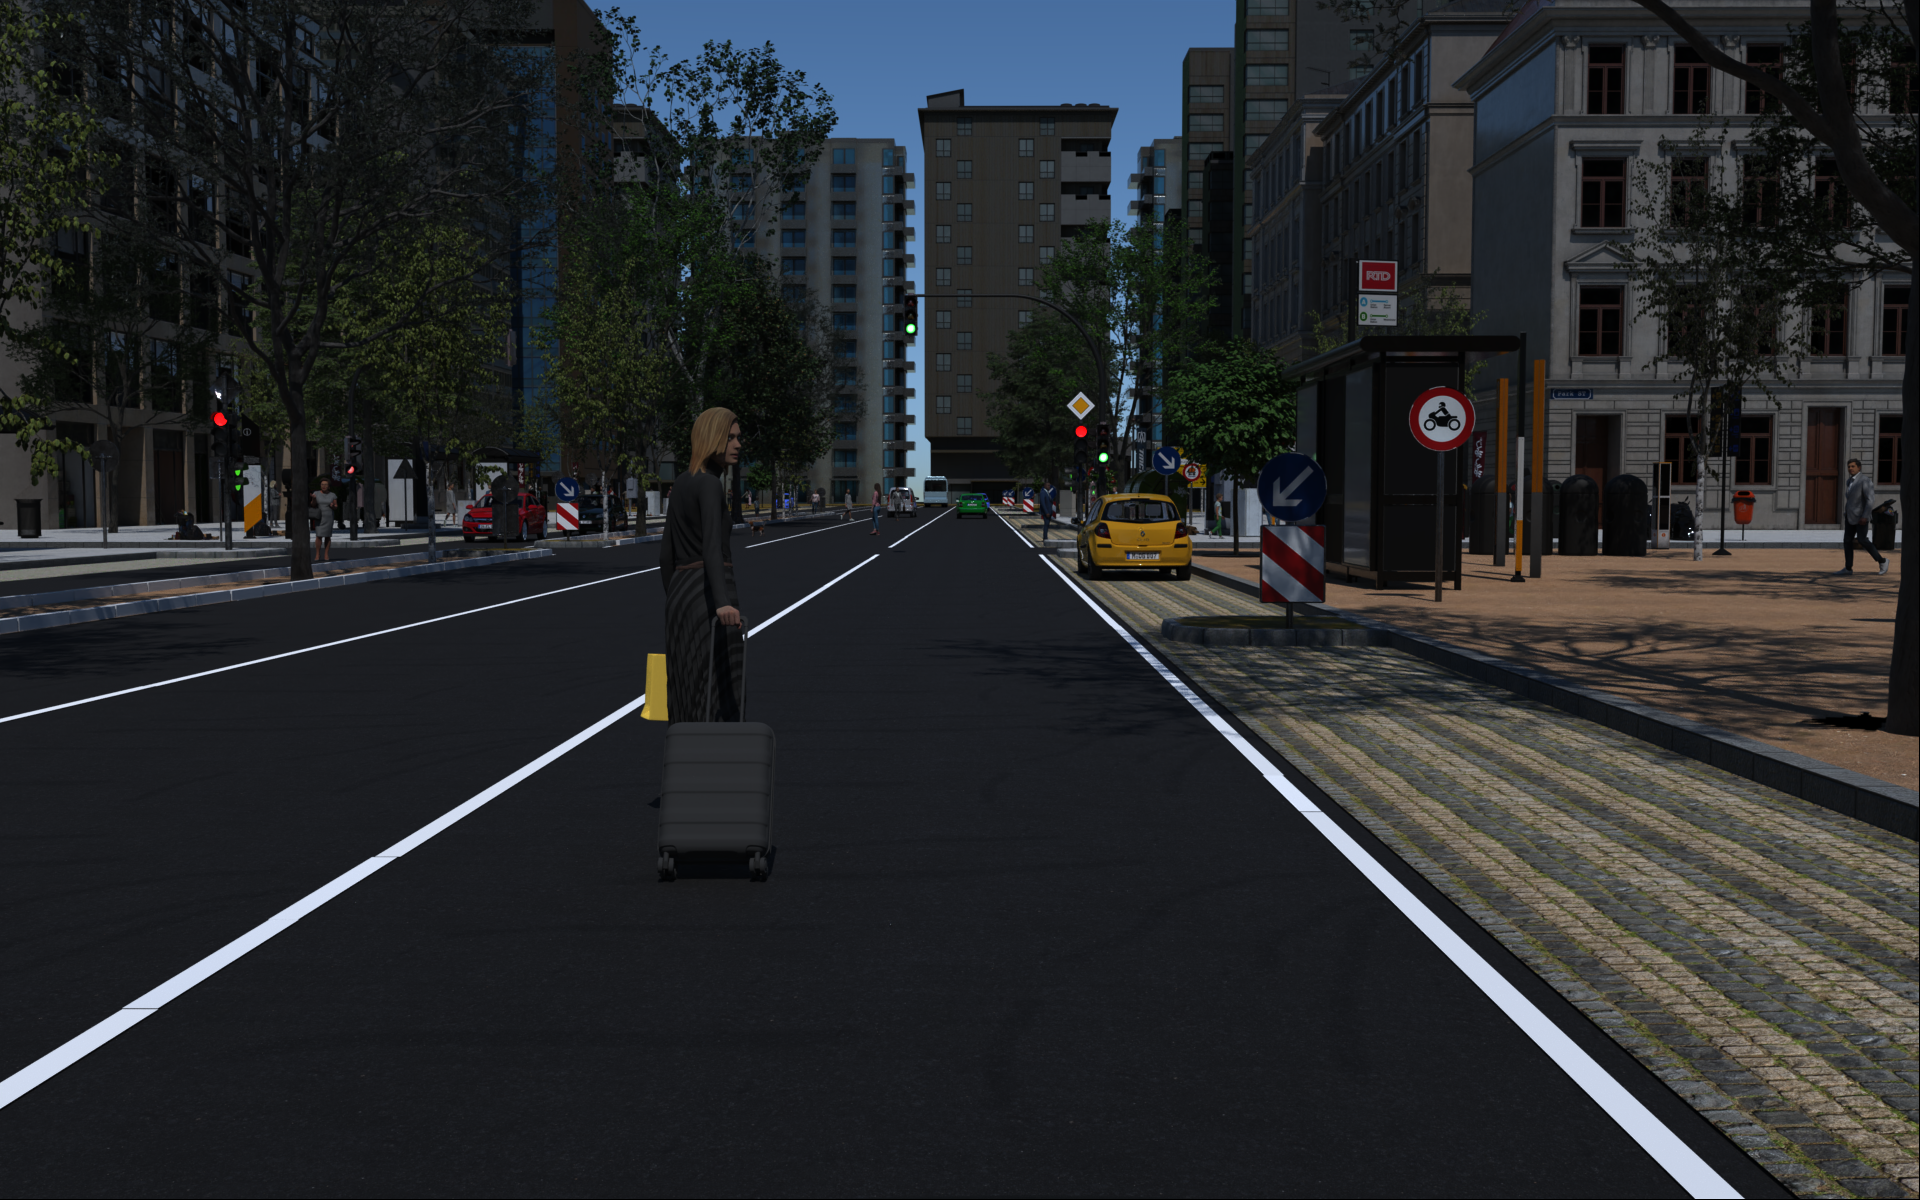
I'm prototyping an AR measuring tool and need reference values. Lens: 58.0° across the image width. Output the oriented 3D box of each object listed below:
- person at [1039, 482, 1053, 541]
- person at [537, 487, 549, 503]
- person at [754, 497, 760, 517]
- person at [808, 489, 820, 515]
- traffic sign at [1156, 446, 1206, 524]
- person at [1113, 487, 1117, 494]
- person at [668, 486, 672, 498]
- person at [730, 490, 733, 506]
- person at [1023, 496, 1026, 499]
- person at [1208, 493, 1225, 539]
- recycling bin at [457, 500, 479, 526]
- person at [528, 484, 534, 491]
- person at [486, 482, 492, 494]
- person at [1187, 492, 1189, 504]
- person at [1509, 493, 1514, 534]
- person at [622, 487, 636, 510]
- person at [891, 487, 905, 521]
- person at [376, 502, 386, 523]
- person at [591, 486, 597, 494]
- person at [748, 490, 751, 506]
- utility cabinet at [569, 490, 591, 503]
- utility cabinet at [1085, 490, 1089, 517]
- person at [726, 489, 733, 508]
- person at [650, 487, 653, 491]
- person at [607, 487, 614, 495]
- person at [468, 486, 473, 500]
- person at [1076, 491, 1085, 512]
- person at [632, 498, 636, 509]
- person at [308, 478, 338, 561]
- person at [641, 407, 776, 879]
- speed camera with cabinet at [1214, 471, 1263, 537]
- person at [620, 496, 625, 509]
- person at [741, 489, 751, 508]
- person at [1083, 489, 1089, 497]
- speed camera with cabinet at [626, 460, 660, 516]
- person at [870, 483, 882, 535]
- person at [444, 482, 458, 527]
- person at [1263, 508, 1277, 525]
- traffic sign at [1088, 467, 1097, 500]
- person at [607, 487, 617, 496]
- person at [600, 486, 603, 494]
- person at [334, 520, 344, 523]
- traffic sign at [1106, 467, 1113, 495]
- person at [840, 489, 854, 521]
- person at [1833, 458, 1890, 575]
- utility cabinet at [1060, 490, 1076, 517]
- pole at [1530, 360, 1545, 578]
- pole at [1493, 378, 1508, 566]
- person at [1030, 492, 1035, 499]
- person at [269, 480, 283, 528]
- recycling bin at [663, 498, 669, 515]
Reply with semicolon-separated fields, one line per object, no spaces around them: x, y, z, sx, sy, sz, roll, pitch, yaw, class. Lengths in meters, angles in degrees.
2.544;-2.594;51.089;0.419;1.800;0.721;1;4;11;person
-31.335;-7.534;129.301;1.350;1.814;0.705;-1;4;-12;person
-11.534;-5.202;98.231;0.332;1.250;0.352;0;4;8;person
-9.628;-6.415;114.051;0.731;1.740;0.598;-1;4;-15;person
9.498;-4.895;73.908;2.265;3.308;0.079;0;4;3;traffic sign
6.643;-4.047;74.029;0.330;1.601;0.589;-2;4;-26;person
-19.703;-6.854;118.107;0.555;1.821;0.388;-1;4;-9;person
-24.476;-10.995;186.260;0.568;1.767;0.683;3;5;42;person
6.507;-10.103;171.950;0.721;1.735;1.217;-1;4;-16;person
7.365;-2.407;49.647;0.590;1.304;0.306;-2;4;-23;person
-19.512;-3.445;68.882;0.722;1.027;0.722;0;4;7;recycling bin
-25.430;-5.938;102.491;0.648;1.900;0.474;2;4;35;person
-15.035;-2.887;55.727;0.581;1.822;0.654;1;4;12;person
17.209;-7.683;132.455;1.217;1.735;0.721;2;4;30;person
15.294;-2.316;48.151;0.590;1.304;0.306;-1;4;-23;person
-26.669;-8.118;138.768;1.348;1.824;0.705;0;4;6;person
-3.310;-5.124;92.400;0.709;1.813;0.853;-2;4;-31;person
-25.358;-4.254;75.874;0.678;1.792;0.850;2;4;27;person
-16.992;-4.366;80.069;0.466;1.800;0.511;-2;4;-34;person
-22.505;-10.896;184.859;0.551;1.740;0.621;1;4;17;person
-20.338;-5.128;92.522;1.173;1.500;0.318;-2;4;-28;utility cabinet
7.214;-5.251;94.540;0.318;1.500;1.173;2;4;32;utility cabinet
-20.595;-9.028;154.377;1.217;1.735;0.721;1;4;9;person
-20.775;-6.750;116.680;0.678;1.792;0.850;0;4;-5;person
-23.394;-6.688;115.963;0.524;1.755;0.480;-1;4;-20;person
-26.504;-5.384;94.095;0.654;1.822;0.581;0;4;8;person
8.580;-7.341;126.079;0.705;1.823;1.348;3;5;44;person
-27.826;-8.635;148.011;1.217;1.735;0.721;3;5;41;person
-13.638;-1.717;36.930;0.716;1.782;0.532;-2;4;-24;person
-1.060;0.102;7.045;0.699;1.804;1.509;0;4;0;person
8.409;-3.552;52.407;0.660;3.252;2.038;-1;4;-20;speed camera with cabinet
-23.315;-6.536;118.397;0.738;1.151;1.012;2;4;34;person
-19.046;-9.032;154.501;0.721;1.735;1.217;3;4;37;person
11.078;-8.763;149.836;0.721;1.766;1.217;-3;5;-43;person
-18.628;-6.576;101.853;2.038;3.252;0.660;2;4;27;speed camera with cabinet
-2.931;-3.189;60.646;0.388;1.821;0.555;1;4;16;person
-19.707;-3.684;67.022;0.466;1.731;0.760;1;4;12;person
11.374;-3.436;62.895;0.731;1.740;0.598;-3;5;-42;person
6.056;-4.700;76.946;0.768;2.556;0.104;1;4;10;traffic sign
-25.896;-7.494;128.501;1.348;1.831;0.705;1;4;23;person
-21.030;-5.820;101.541;0.599;1.781;0.374;2;4;31;person
-27.859;-4.339;77.652;0.598;1.740;0.731;2;4;31;person
6.802;-4.919;80.433;0.884;2.594;0.081;0;4;4;traffic sign
-6.080;-5.155;93.529;0.760;1.731;0.466;0;4;-3;person
14.247;-1.313;27.364;0.795;1.843;0.661;0;4;-3;person
6.067;-5.423;97.337;0.318;1.500;1.173;-2;4;-32;utility cabinet
8.814;-1.993;26.427;0.158;3.312;0.155;0;3;0;pole
9.573;-2.252;30.656;0.158;3.312;0.155;0;3;0;pole
7.145;-9.810;169.621;0.799;1.438;0.628;3;4;38;person
-25.947;-3.639;65.722;0.526;1.800;0.537;0;4;-6;person
-18.108;-5.852;108.232;0.722;1.027;0.722;-2;4;-27;recycling bin
